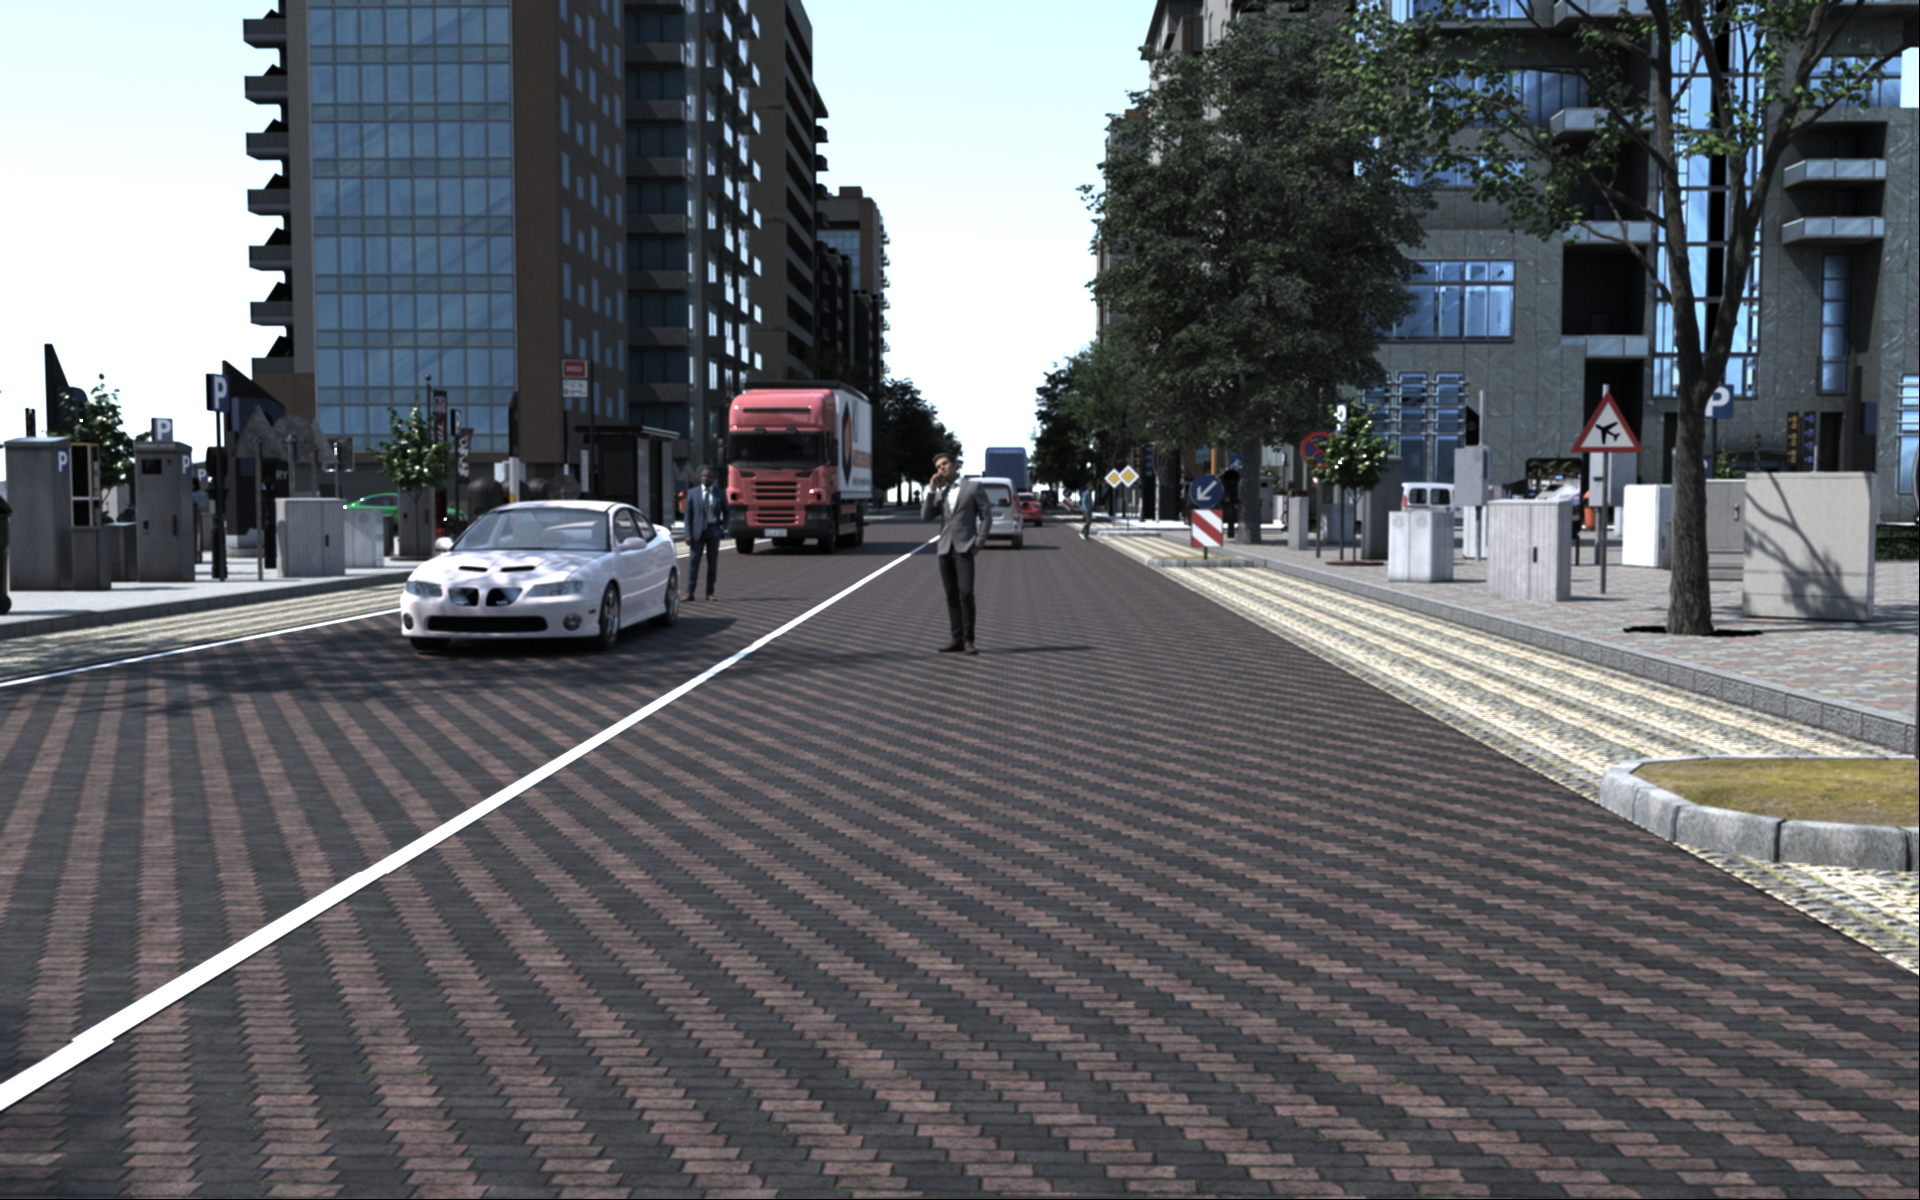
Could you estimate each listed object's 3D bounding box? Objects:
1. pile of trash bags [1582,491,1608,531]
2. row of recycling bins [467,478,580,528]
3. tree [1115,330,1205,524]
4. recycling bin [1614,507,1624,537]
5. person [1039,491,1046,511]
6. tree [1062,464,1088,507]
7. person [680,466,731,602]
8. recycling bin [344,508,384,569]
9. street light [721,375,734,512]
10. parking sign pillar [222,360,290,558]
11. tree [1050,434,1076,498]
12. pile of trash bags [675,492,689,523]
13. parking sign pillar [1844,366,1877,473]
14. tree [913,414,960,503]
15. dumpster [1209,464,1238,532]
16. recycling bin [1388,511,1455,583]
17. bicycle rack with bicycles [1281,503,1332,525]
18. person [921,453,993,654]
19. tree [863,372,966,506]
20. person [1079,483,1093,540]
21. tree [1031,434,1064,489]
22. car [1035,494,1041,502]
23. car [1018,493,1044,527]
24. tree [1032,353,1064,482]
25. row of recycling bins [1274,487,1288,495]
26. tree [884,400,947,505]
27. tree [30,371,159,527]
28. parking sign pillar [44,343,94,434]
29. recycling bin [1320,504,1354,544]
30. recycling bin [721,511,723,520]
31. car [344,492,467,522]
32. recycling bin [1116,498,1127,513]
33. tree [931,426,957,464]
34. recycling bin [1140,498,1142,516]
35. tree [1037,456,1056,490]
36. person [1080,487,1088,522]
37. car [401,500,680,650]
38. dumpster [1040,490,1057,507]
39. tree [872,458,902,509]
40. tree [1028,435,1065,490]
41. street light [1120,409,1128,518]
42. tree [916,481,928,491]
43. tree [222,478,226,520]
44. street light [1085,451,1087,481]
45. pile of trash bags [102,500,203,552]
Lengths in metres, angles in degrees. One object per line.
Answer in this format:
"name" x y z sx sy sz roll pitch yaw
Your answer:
"pile of trash bags" 15.852 -1.807 39.289 3.447 1.369 1.912 0 4 1
"row of recycling bins" -11.121 -2.279 44.380 1.069 1.692 3.534 2 4 30
"tree" 8.815 -7.621 74.974 4.360 8.622 3.978 0 3 0
"recycling bin" 19.943 -2.392 51.669 0.722 1.027 0.722 1 4 12
"person" 7.105 -8.518 148.493 0.721 1.735 1.217 -2 4 -24
"tree" 11.563 -11.559 172.704 4.285 4.588 4.351 0 3 0
"person" -3.436 -0.893 23.278 0.721 1.800 0.419 -1 4 -16
"recycling bin" -10.477 -1.077 30.162 0.722 1.027 0.722 0 4 -6
"street light" -8.970 -5.800 67.612 0.468 5.910 1.993 0 4 2
"parking sign pillar" -14.283 -2.864 35.295 1.447 3.967 1.447 3 4 36
"tree" 12.551 -15.360 201.498 4.737 8.622 4.395 0 3 0
"pile of trash bags" -13.454 -4.069 76.277 3.447 1.369 1.912 -2 4 -31
"parking sign pillar" 19.200 -2.969 37.008 1.447 3.967 1.447 1 4 21
"tree" -5.309 -20.103 239.052 12.009 13.543 11.850 0 3 0
"dumpster" 8.831 -3.326 56.871 1.502 2.255 1.985 0 4 2
"recycling bin" 6.760 -0.785 25.383 0.722 1.027 0.722 3 5 41
"bicycle rack with bicycles" 14.141 -3.359 68.298 2.925 0.926 2.852 0 4 6
"person" -0.028 -0.427 15.664 0.592 1.802 0.473 3 5 43
"tree" -6.218 -16.739 180.339 9.857 13.997 8.962 0 3 0
"person" 3.953 -2.759 53.951 0.444 1.785 0.601 2 4 34
"tree" 14.674 -21.461 269.010 7.486 12.596 7.792 0 3 0
"car" 10.853 -14.171 240.484 1.959 1.807 4.718 0 4 3
"car" 2.717 -4.176 77.325 2.155 1.783 4.494 0 3 0
"tree" 11.148 -15.193 155.067 9.857 13.997 8.962 0 3 0
"row of recycling bins" 19.022 -6.018 105.501 3.534 1.692 1.069 -1 4 -21
"tree" -5.876 -17.720 206.733 9.611 12.733 9.660 0 3 0
"tree" -13.417 -1.998 27.274 1.663 3.219 1.824 0 3 0
"parking sign pillar" -16.296 -2.644 31.700 1.447 3.967 1.447 -1 4 -13
"recycling bin" 9.831 -1.997 45.201 0.722 1.027 0.722 -1 4 -22
"recycling bin" -10.019 -3.669 72.543 0.722 1.027 0.722 2 4 29
"car" -20.578 -3.387 64.180 4.718 1.807 1.959 0 4 2
"recycling bin" 11.081 -6.475 118.414 0.722 1.027 0.722 -1 4 -10
"tree" -4.070 -20.272 257.195 9.928 11.665 9.643 0 3 0
"recycling bin" 11.064 -5.475 102.069 0.722 1.027 0.722 -2 4 -25
"tree" 13.725 -18.979 260.672 4.360 8.622 3.978 0 3 0
"person" 6.354 -4.812 87.269 0.391 1.810 0.635 2 4 34
"car" -4.069 -0.312 17.456 2.083 1.381 4.827 0 4 2
"dumpster" 9.278 -10.553 180.755 1.865 1.857 1.264 0 4 3
"tree" -6.585 -10.102 148.878 4.285 4.588 4.351 0 3 0
"tree" 15.291 -22.891 291.267 9.611 12.733 9.660 0 3 0
"street light" 8.731 -7.315 92.389 0.468 5.910 1.993 0 4 2
"tree" -5.360 -16.247 216.007 4.737 8.622 4.395 0 3 0
"tree" -35.920 -5.573 85.717 1.663 3.219 1.824 0 3 0
"street light" 10.225 -10.301 141.212 0.468 5.910 1.993 0 4 2
"pile of trash bags" -17.878 -1.649 36.712 1.912 1.369 3.447 1 4 16
